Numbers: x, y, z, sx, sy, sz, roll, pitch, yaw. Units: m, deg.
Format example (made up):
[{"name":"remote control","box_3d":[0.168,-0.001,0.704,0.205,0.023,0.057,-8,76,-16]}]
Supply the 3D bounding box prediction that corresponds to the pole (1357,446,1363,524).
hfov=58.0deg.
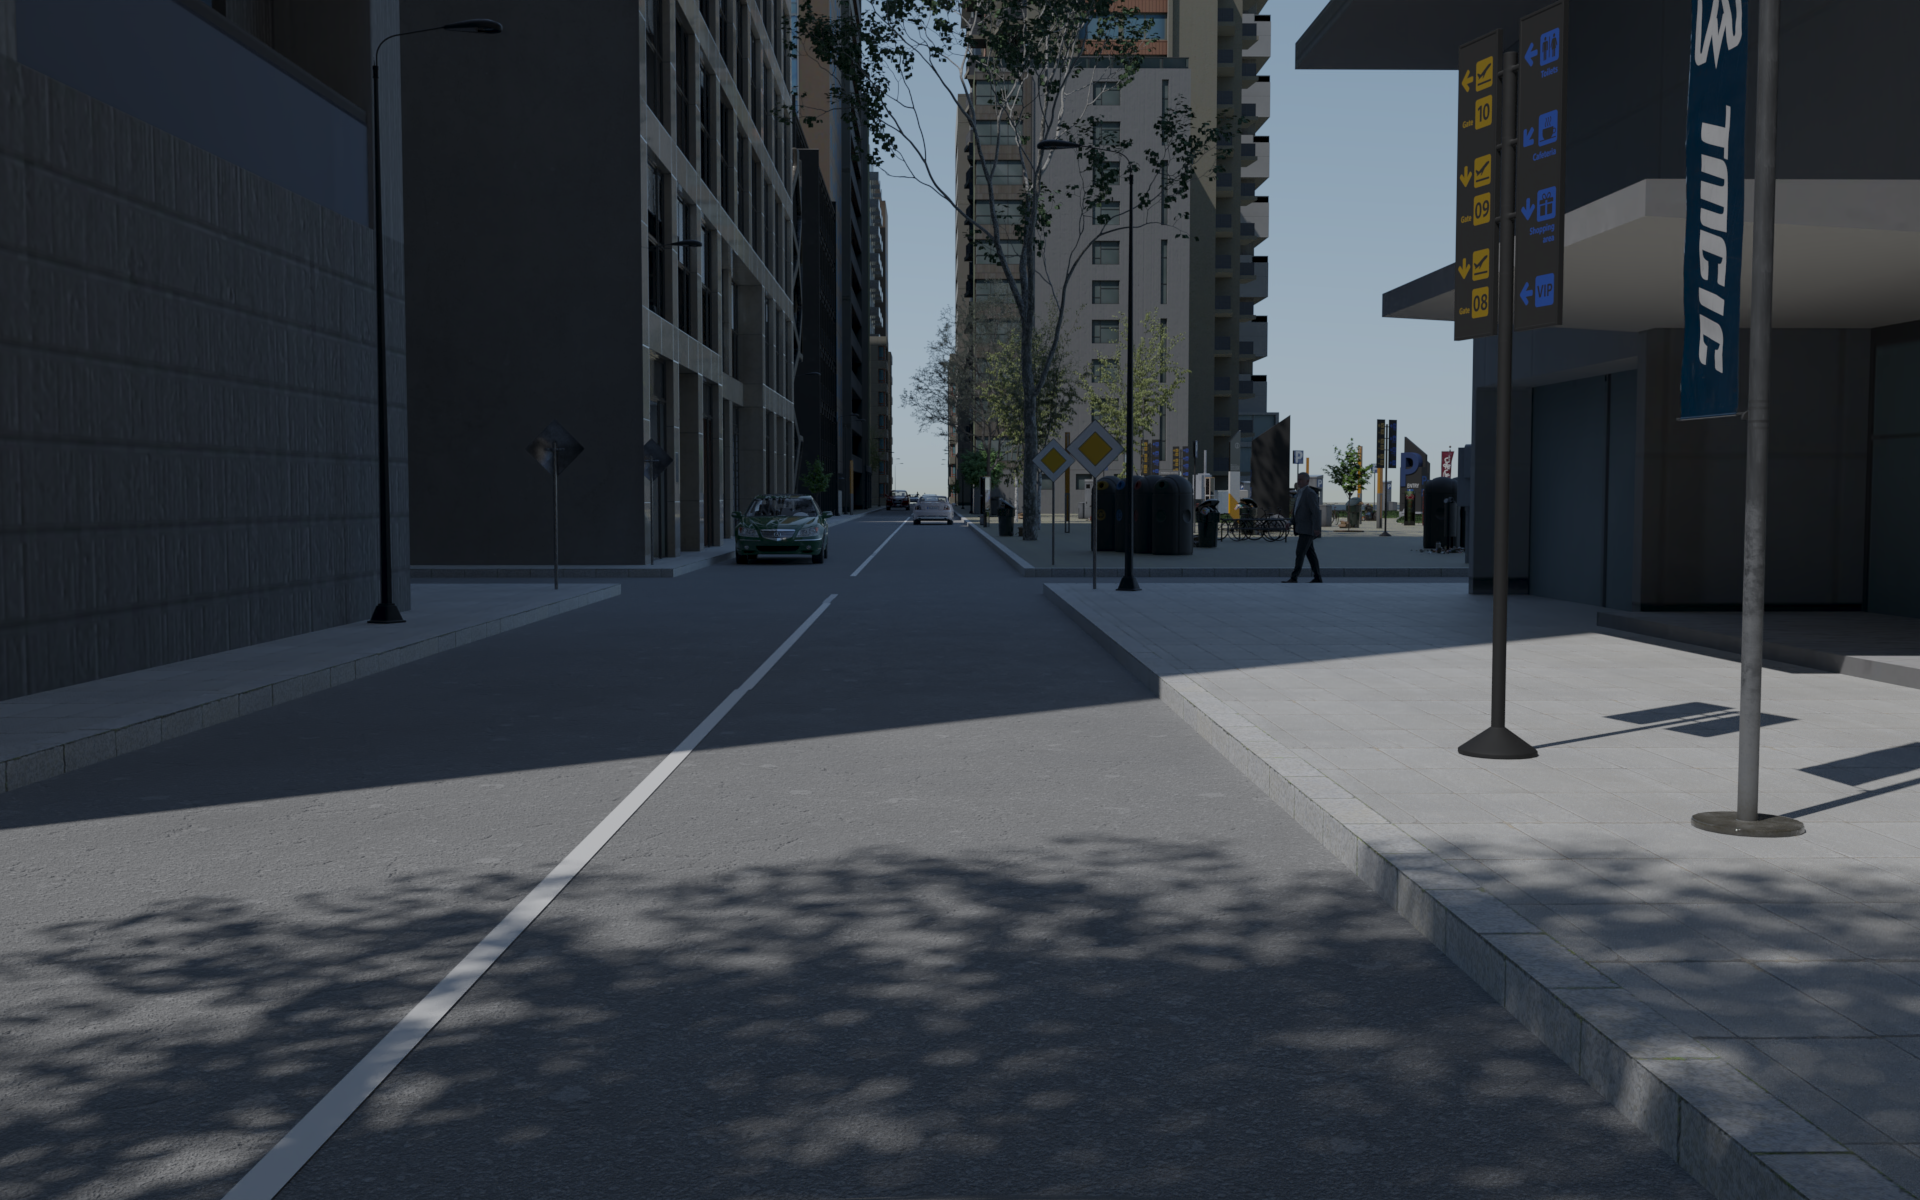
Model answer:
[{"name":"pole","box_3d":[16.975,-4.874,73.533,0.158,3.312,0.155,0,3,0]}]

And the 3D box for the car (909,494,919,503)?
[{"name":"car","box_3d":[-7.118,-15.209,260.668,2.014,1.417,4.499,0,4,-2]}]

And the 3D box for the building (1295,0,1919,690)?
[{"name":"building","box_3d":[17.811,-25.651,8.636,28.713,52.752,27.495,0,4,-1]}]

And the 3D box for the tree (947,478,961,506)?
[{"name":"tree","box_3d":[-0.358,-11.970,190.317,1.663,3.219,1.824,0,3,0]}]

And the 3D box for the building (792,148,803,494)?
[{"name":"building","box_3d":[-15.203,-12.588,73.272,16.820,18.784,16.811,0,4,-1]}]

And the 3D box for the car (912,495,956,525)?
[{"name":"car","box_3d":[-1.245,-4.253,81.891,2.083,1.381,4.827,0,4,0]}]

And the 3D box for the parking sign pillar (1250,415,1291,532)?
[{"name":"parking sign pillar","box_3d":[10.579,-4.320,59.102,1.447,3.967,1.447,0,4,3]}]

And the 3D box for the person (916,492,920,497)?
[{"name":"person","box_3d":[-6.500,-15.634,264.133,1.348,1.822,0.705,-2,4,-35]}]

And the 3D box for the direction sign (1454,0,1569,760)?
[{"name":"direction sign","box_3d":[2.651,-1.005,8.436,0.379,3.537,0.876,-1,4,-16]}]

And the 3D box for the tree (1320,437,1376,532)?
[{"name":"tree","box_3d":[13.284,-3.911,58.544,1.663,3.219,1.824,0,3,0]}]

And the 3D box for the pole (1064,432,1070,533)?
[{"name":"pole","box_3d":[3.540,-3.870,57.114,0.158,3.312,0.155,0,3,0]}]

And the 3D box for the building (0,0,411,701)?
[{"name":"building","box_3d":[-19.996,-28.786,12.653,28.212,58.520,21.231,0,4,-1]}]

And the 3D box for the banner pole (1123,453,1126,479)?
[{"name":"banner pole","box_3d":[9.198,-6.508,96.425,0.401,3.779,0.863,1,4,21]}]

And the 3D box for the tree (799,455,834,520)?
[{"name":"tree","box_3d":[-6.935,-5.523,84.907,1.663,3.219,1.824,0,3,0]}]

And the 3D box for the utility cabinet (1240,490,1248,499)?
[{"name":"utility cabinet","box_3d":[15.729,-5.478,98.237,1.173,1.500,0.318,-1,4,-11]}]

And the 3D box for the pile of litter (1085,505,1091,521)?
[{"name":"pile of litter","box_3d":[6.678,-4.234,83.198,1.176,0.858,1.719,-1,4,-17]}]

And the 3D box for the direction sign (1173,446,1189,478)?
[{"name":"direction sign","box_3d":[10.462,-5.512,82.120,0.876,3.537,0.379,3,4,37]}]

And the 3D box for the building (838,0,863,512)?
[{"name":"building","box_3d":[-18.505,-31.068,131.661,21.300,48.544,21.600,0,4,-1]}]

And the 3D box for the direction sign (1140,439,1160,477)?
[{"name":"direction sign","box_3d":[7.891,-4.892,71.984,0.876,3.537,0.379,2,4,35]}]

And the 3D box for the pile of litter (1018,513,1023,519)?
[{"name":"pile of litter","box_3d":[3.343,-4.605,89.255,1.719,0.858,1.176,-2,4,-34]}]

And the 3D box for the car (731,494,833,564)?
[{"name":"car","box_3d":[-3.784,-1.551,37.163,2.131,1.459,4.920,0,4,-3]}]

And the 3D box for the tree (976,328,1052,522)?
[{"name":"tree","box_3d":[2.774,-7.808,78.026,4.737,8.622,4.395,0,3,0]}]

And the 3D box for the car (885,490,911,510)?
[{"name":"car","box_3d":[-5.466,-8.835,153.117,2.281,1.827,5.304,0,4,0]}]

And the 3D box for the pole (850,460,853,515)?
[{"name":"pole","box_3d":[-6.572,-6.794,104.922,0.158,3.312,0.155,0,3,0]}]

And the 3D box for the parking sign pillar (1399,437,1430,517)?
[{"name":"parking sign pillar","box_3d":[21.107,-5.636,80.614,1.447,3.967,1.447,-2,4,-34]}]

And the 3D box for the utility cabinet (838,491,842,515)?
[{"name":"utility cabinet","box_3d":[-7.490,-5.880,104.819,0.318,1.500,1.173,-2,4,-26]}]

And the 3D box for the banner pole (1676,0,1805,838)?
[{"name":"banner pole","box_3d":[3.012,-1.025,6.771,0.401,3.779,0.863,0,4,-3]}]

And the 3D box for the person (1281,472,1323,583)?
[{"name":"person","box_3d":[5.320,-1.110,27.042,0.834,1.777,0.661,-1,4,-22]}]

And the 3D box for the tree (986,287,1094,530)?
[{"name":"tree","box_3d":[2.836,-6.847,62.315,4.360,8.622,3.978,0,3,0]}]

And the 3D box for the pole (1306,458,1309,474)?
[{"name":"pole","box_3d":[19.368,-6.283,96.577,0.158,3.312,0.155,0,3,0]}]

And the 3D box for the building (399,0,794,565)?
[{"name":"building","box_3d":[-15.564,-14.850,47.312,19.350,26.468,34.151,0,4,-1]}]

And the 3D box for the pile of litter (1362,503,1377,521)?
[{"name":"pile of litter","box_3d":[19.349,-4.201,82.650,1.719,0.858,1.176,0,4,0]}]

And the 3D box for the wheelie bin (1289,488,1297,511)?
[{"name":"wheelie bin","box_3d":[16.689,-4.864,87.431,0.980,1.594,0.693,-2,4,-25]}]

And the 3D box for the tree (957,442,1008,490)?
[{"name":"tree","box_3d":[1.466,-7.713,109.824,4.285,4.588,4.351,0,3,0]}]

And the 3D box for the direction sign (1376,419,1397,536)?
[{"name":"direction sign","box_3d":[12.935,-3.705,52.567,0.876,3.537,0.379,-2,4,-35]}]

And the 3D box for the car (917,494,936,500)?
[{"name":"car","box_3d":[-2.415,-7.848,138.101,2.009,1.686,4.222,0,4,-1]}]

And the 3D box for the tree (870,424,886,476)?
[{"name":"tree","box_3d":[-9.677,-14.189,182.344,4.737,8.622,4.395,0,3,0]}]

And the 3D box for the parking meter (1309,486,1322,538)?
[{"name":"parking meter","box_3d":[10.431,-2.595,50.845,0.372,1.533,0.369,0,3,0]}]

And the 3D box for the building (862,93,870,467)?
[{"name":"building","box_3d":[-16.172,-29.831,171.330,14.154,41.232,14.086,0,4,-1]}]

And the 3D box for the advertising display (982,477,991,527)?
[{"name":"advertising display","box_3d":[1.023,-3.775,66.932,0.123,1.923,0.974,1,4,13]}]

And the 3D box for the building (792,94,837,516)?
[{"name":"building","box_3d":[-13.363,-16.230,95.040,12.332,23.373,15.834,0,4,-1]}]

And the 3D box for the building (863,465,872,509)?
[{"name":"building","box_3d":[-18.250,-43.681,152.443,20.563,71.187,20.611,0,4,-1]}]

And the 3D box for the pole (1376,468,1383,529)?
[{"name":"pole","box_3d":[15.579,-4.306,64.244,0.158,3.312,0.155,0,3,0]}]

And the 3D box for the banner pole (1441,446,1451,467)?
[{"name":"banner pole","box_3d":[25.186,-6.096,89.692,0.401,3.779,0.863,-2,4,-28]}]

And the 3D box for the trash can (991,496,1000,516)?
[{"name":"trash can","box_3d":[2.006,-5.595,103.124,0.748,1.137,0.748,0,3,0]}]

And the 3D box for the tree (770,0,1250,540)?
[{"name":"tree","box_3d":[1.186,-11.645,46.291,12.611,20.169,13.585,0,3,0]}]

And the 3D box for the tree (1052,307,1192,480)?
[{"name":"tree","box_3d":[6.846,-7.176,67.692,4.737,8.622,4.395,0,3,0]}]

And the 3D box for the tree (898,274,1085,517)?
[{"name":"tree","box_3d":[1.710,-11.368,96.231,12.009,13.543,11.850,0,3,0]}]
